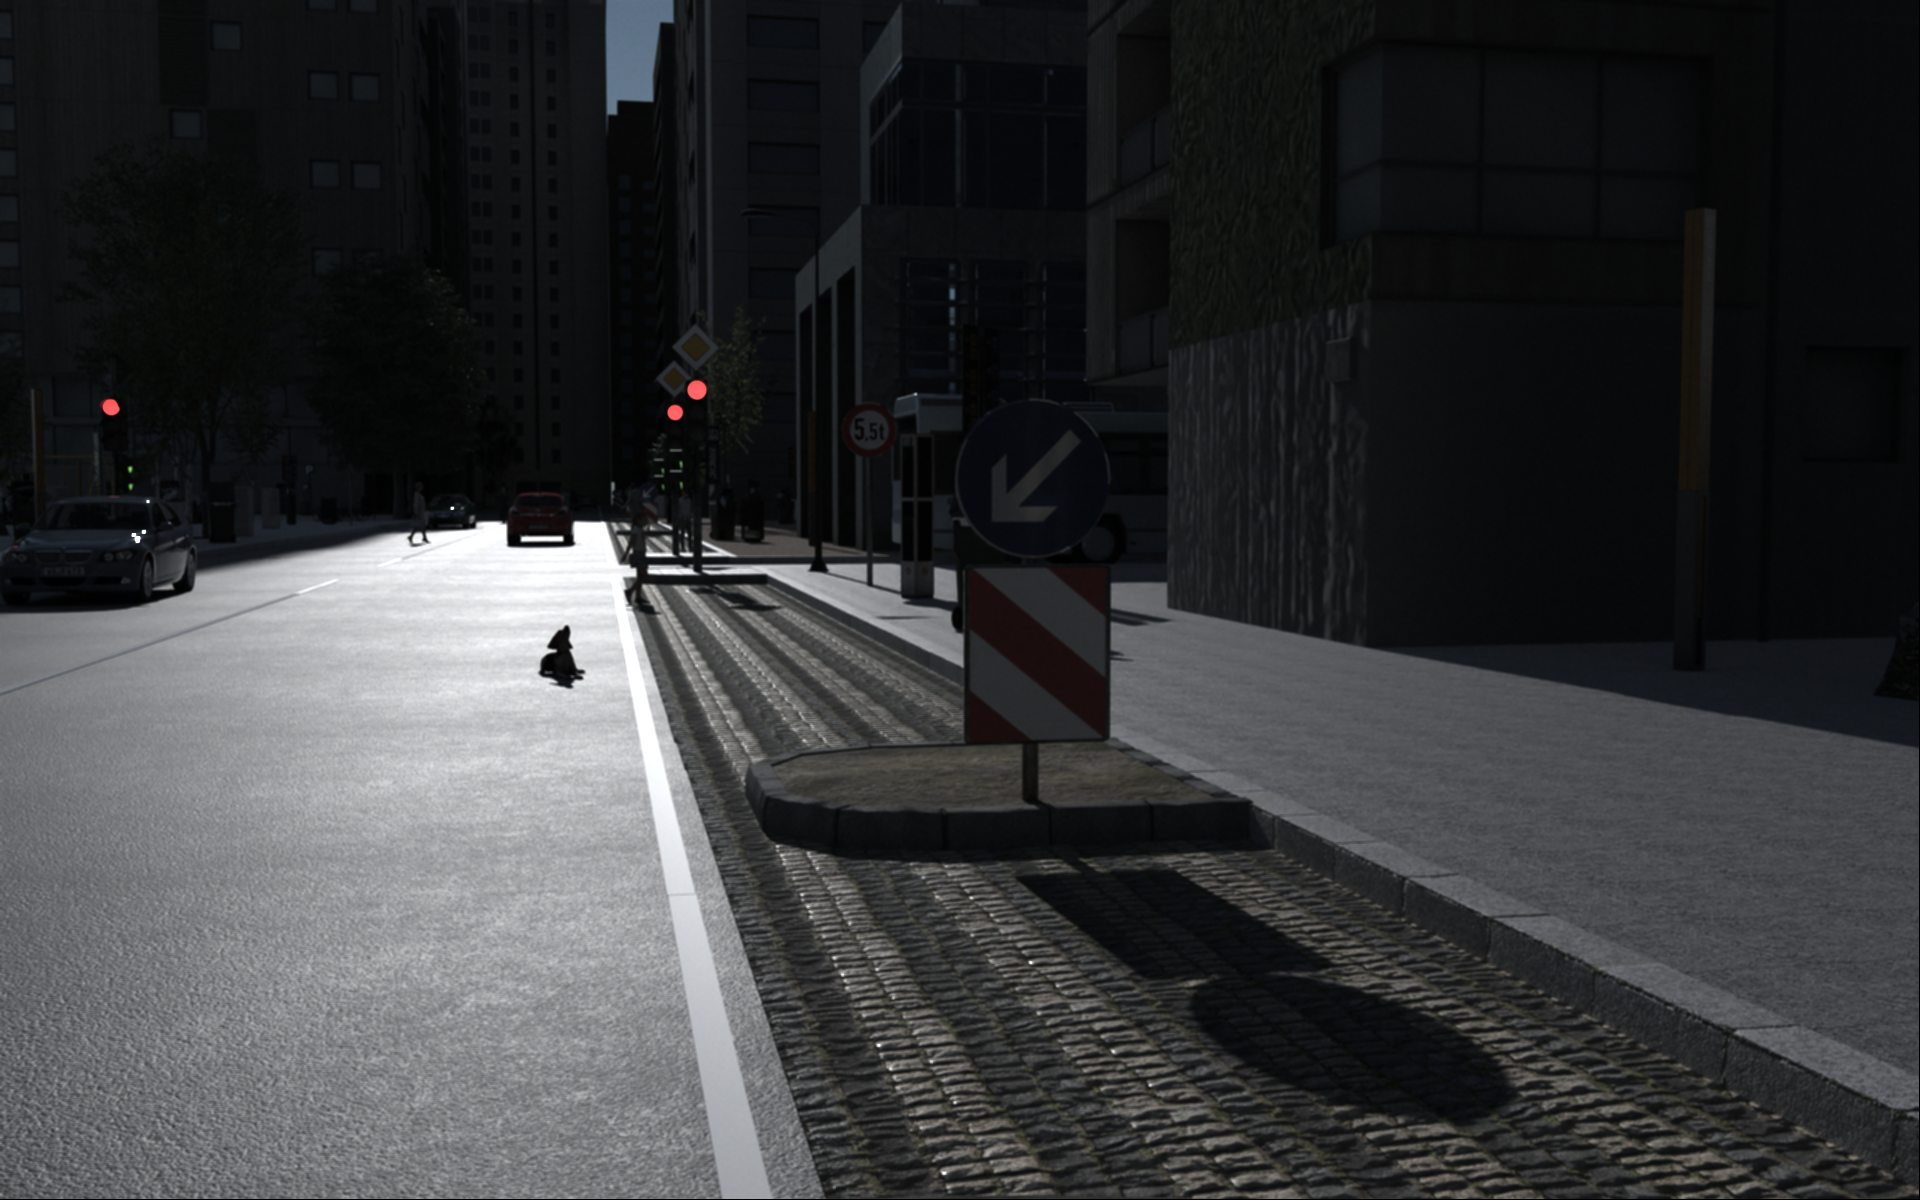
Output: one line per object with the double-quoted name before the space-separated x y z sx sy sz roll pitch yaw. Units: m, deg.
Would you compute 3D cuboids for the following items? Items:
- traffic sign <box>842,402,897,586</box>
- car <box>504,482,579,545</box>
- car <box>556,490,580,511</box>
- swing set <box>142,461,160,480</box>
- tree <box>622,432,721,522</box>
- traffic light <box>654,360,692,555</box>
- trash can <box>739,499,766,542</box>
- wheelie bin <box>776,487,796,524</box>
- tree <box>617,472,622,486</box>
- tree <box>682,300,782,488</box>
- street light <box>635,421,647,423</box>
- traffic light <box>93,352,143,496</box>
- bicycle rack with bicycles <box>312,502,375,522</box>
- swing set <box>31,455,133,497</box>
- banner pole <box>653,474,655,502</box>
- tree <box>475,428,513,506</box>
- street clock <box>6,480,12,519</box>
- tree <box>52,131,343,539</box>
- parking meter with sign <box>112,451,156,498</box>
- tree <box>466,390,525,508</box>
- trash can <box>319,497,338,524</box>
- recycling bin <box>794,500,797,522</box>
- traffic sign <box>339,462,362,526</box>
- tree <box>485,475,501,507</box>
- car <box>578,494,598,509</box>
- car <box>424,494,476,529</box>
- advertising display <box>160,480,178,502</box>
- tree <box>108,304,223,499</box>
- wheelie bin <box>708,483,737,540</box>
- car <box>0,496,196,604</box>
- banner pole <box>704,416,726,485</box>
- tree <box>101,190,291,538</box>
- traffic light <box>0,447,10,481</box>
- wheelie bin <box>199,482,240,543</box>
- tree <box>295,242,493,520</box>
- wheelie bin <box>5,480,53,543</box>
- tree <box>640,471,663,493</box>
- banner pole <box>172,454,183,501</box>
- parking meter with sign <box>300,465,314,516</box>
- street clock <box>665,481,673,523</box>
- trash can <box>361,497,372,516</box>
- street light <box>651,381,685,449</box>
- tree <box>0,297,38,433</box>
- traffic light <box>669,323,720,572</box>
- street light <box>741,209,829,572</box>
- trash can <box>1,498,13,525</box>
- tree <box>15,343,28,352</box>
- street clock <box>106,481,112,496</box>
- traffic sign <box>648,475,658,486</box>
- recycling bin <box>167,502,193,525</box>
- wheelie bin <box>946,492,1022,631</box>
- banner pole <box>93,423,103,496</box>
"traffic sign" -1.259 -1.469 24.124 0.768 2.556 0.104 0 4 -2
"car" -12.211 -2.536 50.512 2.155 1.783 4.494 -1 4 -11
"car" -33.650 -8.518 147.935 2.281 1.827 5.304 -1 4 -11
"swing set" -39.843 -5.188 82.445 3.119 2.851 2.862 -3 5 -42
"tree" -12.694 -5.855 79.436 4.285 4.588 4.351 0 3 0
"traffic light" -6.012 -2.906 36.436 0.839 4.253 0.868 -1 4 -12
"trash can" -5.555 -2.125 46.396 0.748 1.137 0.748 0 3 0
"wheelie bin" -7.409 -4.019 73.620 0.693 1.594 0.980 1 4 13
"tree" -31.315 -11.251 167.668 4.285 4.588 4.351 0 3 0
"tree" -8.919 -7.103 66.494 4.360 8.622 3.978 0 3 0
"street light" -19.925 -8.405 109.964 1.470 5.913 1.316 -1 4 -12
"traffic light" -16.639 -2.769 34.196 0.839 4.253 0.868 -1 4 -12
"bicycle rack with bicycles" -28.872 -4.143 81.125 2.925 0.926 2.852 -3 5 -43
"swing set" -37.202 -4.641 73.505 3.119 2.851 2.862 -1 4 -16
"banner pole" -17.486 -6.663 98.960 0.401 3.779 0.863 0 4 -5
"tree" -47.705 -13.907 177.737 4.737 8.622 4.395 0 3 0
"street clock" -49.455 -5.245 90.318 0.471 2.002 0.358 2 4 23
"tree" -21.688 -7.579 49.670 9.928 11.665 9.643 0 3 0
"parking meter with sign" -27.317 -3.772 57.931 1.738 3.016 0.543 0 4 -2
"tree" -42.345 -13.484 154.869 8.767 10.594 7.601 3 5 44
"trash can" -26.700 -3.770 73.289 0.748 1.137 0.748 0 3 0
"recycling bin" -7.208 -4.039 78.597 0.722 1.027 0.722 -3 5 -43
"traffic sign" -24.604 -4.276 69.917 0.884 2.594 0.081 0 4 -7
"tree" -46.500 -10.855 172.085 1.663 3.219 1.824 0 3 0
"car" -35.070 -9.428 162.939 1.959 1.807 4.718 -1 4 -11
"car" -21.364 -3.715 72.539 2.131 1.459 4.920 -1 4 -10
"advertising display" -37.077 -4.648 81.201 0.123 1.923 0.974 2 4 24
"tree" -30.544 -7.075 66.031 4.360 8.622 3.978 0 3 0
"wheelie bin" -6.721 -2.519 49.096 0.693 1.594 0.980 -2 4 -31
"car" -11.925 -0.745 24.189 2.014 1.417 4.499 -1 4 -13
"banner pole" -7.813 -4.026 55.846 0.863 3.779 0.401 0 4 -1
"tree" -18.955 -5.628 42.380 4.737 8.622 4.395 0 3 0
"traffic light" -14.999 -2.291 26.381 0.839 4.253 0.868 -1 4 -12
"wheelie bin" -19.460 -2.300 45.520 0.980 1.594 0.693 -2 4 -30
"tree" -28.189 -10.991 86.350 9.857 13.997 8.962 0 3 0
"wheelie bin" -21.521 -1.966 40.051 0.980 1.594 0.693 -2 4 -26
"tree" -24.876 -8.825 138.897 1.663 3.219 1.824 0 3 0
"banner pole" -43.644 -6.526 96.711 0.863 3.779 0.401 1 4 13
"parking meter with sign" -39.318 -6.602 104.207 0.543 3.016 1.738 0 4 -7
"street clock" -12.956 -4.443 77.217 0.358 2.002 0.471 -2 4 -31
"trash can" -34.313 -5.413 100.154 0.748 1.137 0.748 0 3 0
"street light" -11.869 -6.030 71.139 1.470 5.913 1.316 -1 4 -12
"tree" -36.354 -6.977 64.429 4.360 8.622 3.978 0 3 0
"traffic light" -4.371 -2.428 28.620 0.839 4.253 0.868 -1 4 -12
"street light" -2.883 -3.424 28.528 1.470 5.913 1.316 -1 4 -12
"trash can" -39.444 -3.689 71.967 0.748 1.137 0.748 0 3 0
"tree" -44.436 -7.923 79.905 4.737 8.622 4.395 0 3 0
"street clock" -47.972 -5.691 97.617 0.358 2.002 0.471 -2 4 -27
"traffic sign" -18.407 -6.377 104.375 0.768 2.556 0.104 0 4 -3
"recycling bin" -25.339 -2.657 55.999 0.722 1.027 0.722 2 4 33
"wheelie bin" 0.310 -0.514 16.304 0.980 1.594 0.693 2 4 29
"banner pole" -30.308 -4.338 60.951 0.863 3.779 0.401 3 5 44
